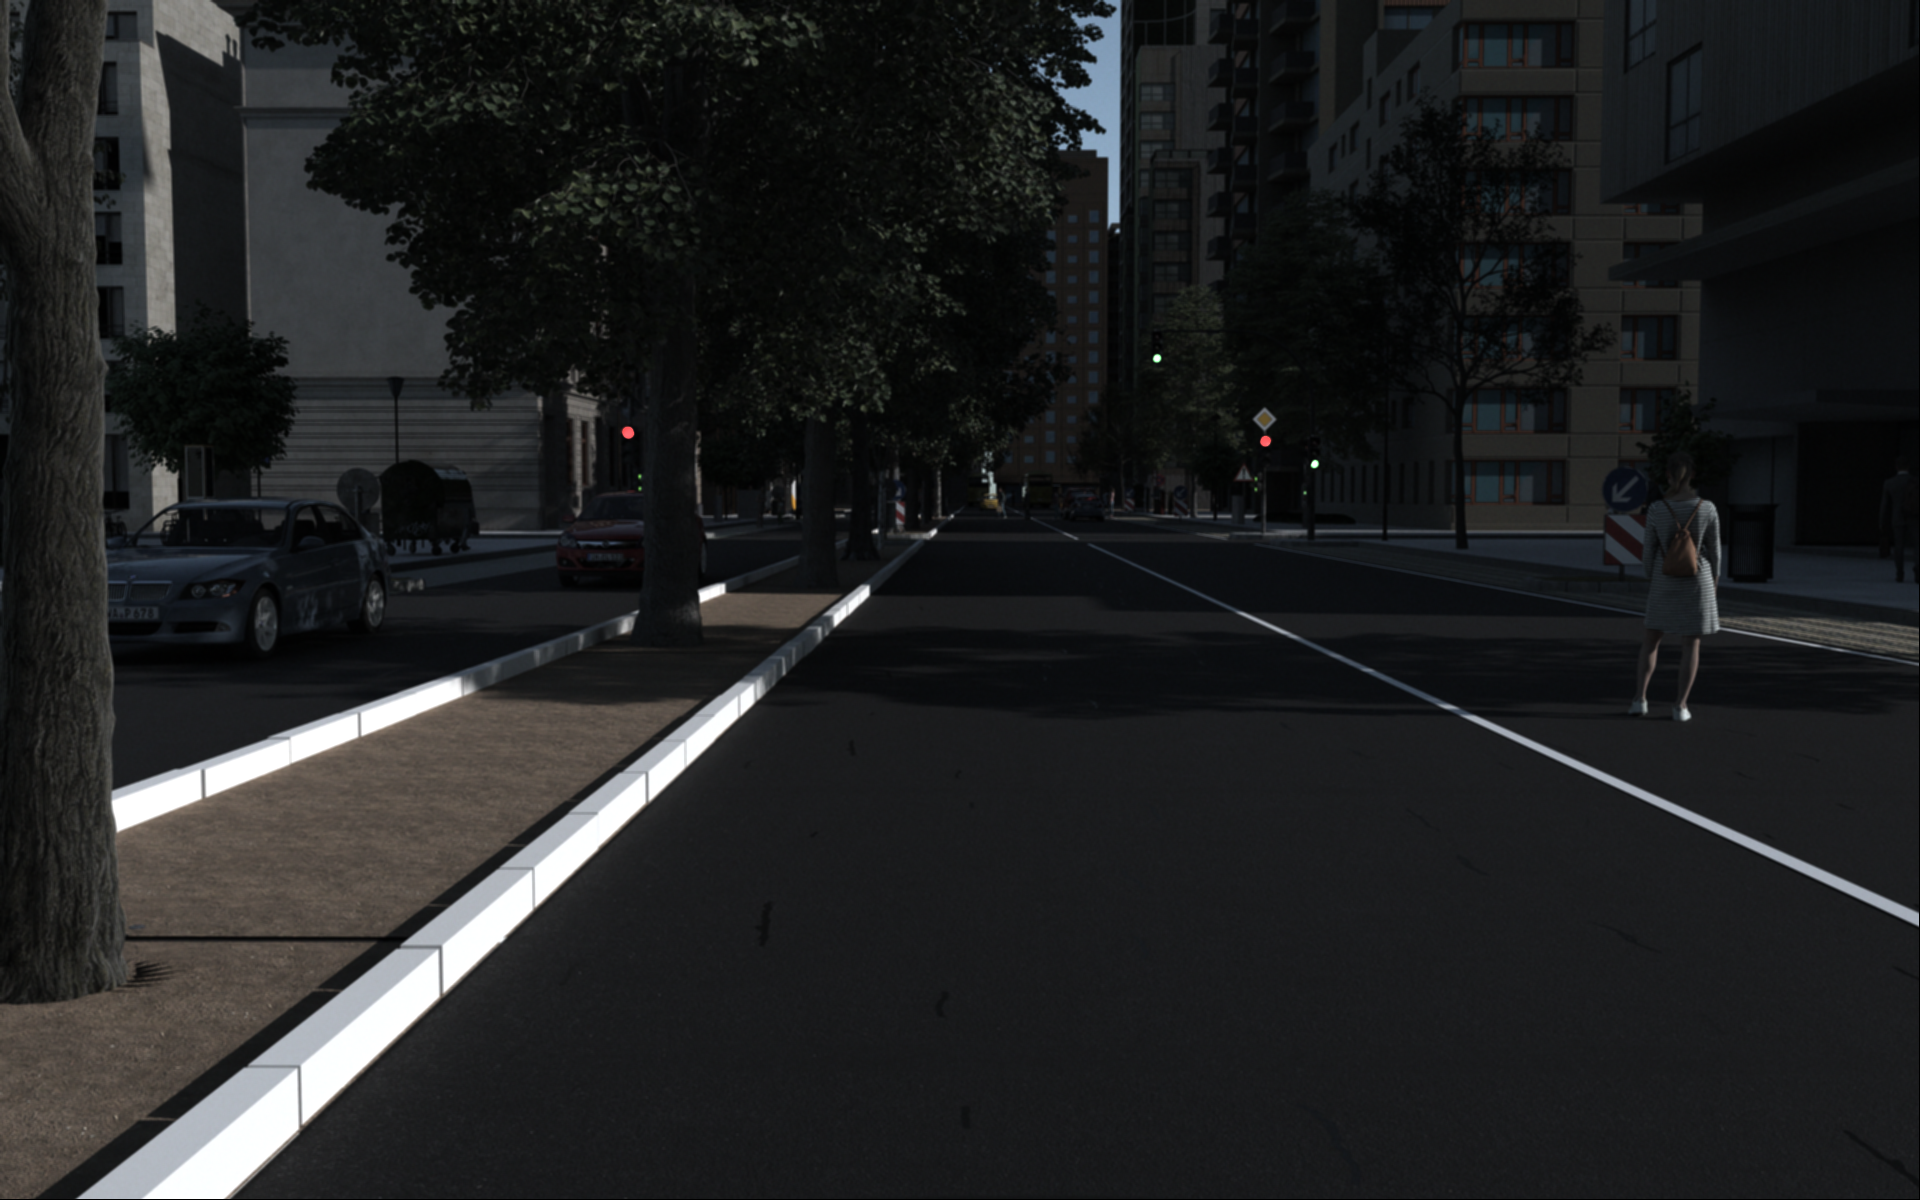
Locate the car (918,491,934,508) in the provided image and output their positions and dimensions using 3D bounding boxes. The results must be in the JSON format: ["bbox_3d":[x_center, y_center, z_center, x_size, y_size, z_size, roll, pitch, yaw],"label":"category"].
[{"bbox_3d":[-3.711,-10.666,183.064,2.281,1.827,5.304,0,4,2],"label":"car"}]

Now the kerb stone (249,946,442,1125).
[{"bbox_3d":[-1.538,1.091,4.400,0.120,0.150,1.000,0,4,1],"label":"kerb stone"}]

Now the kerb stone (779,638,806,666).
[{"bbox_3d":[-1.438,0.461,14.653,0.120,0.150,1.000,0,4,1],"label":"kerb stone"}]

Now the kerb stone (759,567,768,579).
[{"bbox_3d":[-3.386,-0.418,29.084,0.120,0.150,1.000,0,4,1],"label":"kerb stone"}]

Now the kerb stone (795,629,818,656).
[{"bbox_3d":[-1.417,0.399,15.675,0.120,0.150,1.000,0,4,1],"label":"kerb stone"}]

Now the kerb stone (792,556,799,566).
[{"bbox_3d":[-3.329,-0.735,34.213,0.120,0.150,1.000,0,4,1],"label":"kerb stone"}]

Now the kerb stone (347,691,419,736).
[{"bbox_3d":[-3.569,0.706,10.659,0.120,0.150,1.000,0,4,1],"label":"kerb stone"}]

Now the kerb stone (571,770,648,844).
[{"bbox_3d":[-1.512,0.900,7.475,0.120,0.150,1.000,0,4,1],"label":"kerb stone"}]

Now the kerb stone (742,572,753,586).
[{"bbox_3d":[-3.404,-0.296,27.040,0.120,0.150,1.000,0,4,1],"label":"kerb stone"}]

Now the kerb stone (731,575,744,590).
[{"bbox_3d":[-3.416,-0.234,26.017,0.120,0.150,1.000,0,4,1],"label":"kerb stone"}]

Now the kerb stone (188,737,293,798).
[{"bbox_3d":[-3.590,0.838,8.614,0.120,0.150,1.000,0,4,1],"label":"kerb stone"}]

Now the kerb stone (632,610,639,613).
[{"bbox_3d":[-3.487,0.204,18.856,0.120,0.150,1.000,0,4,1],"label":"kerb stone"}]

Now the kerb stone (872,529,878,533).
[{"bbox_3d":[-3.029,-2.522,63.434,0.120,0.150,1.000,0,4,1],"label":"kerb stone"}]

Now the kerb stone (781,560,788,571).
[{"bbox_3d":[-3.349,-0.610,32.161,0.120,0.150,1.000,0,4,1],"label":"kerb stone"}]

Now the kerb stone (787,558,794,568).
[{"bbox_3d":[-3.343,-0.669,33.183,0.120,0.150,1.000,0,4,1],"label":"kerb stone"}]

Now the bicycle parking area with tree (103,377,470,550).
[{"bbox_3d":[-16.354,-3.390,42.423,8.231,4.147,9.016,1,4,9],"label":"bicycle parking area with tree"}]

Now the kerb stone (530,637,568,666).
[{"bbox_3d":[-3.535,0.457,14.746,0.120,0.150,1.000,0,4,1],"label":"kerb stone"}]

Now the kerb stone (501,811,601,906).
[{"bbox_3d":[-1.517,0.963,6.448,0.120,0.150,1.000,0,4,1],"label":"kerb stone"}]

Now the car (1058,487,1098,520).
[{"bbox_3d":[6.776,-5.480,98.271,2.281,1.827,5.304,0,4,-1],"label":"car"}]

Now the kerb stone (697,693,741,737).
[{"bbox_3d":[-1.478,0.712,10.549,0.120,0.150,1.000,0,4,1],"label":"kerb stone"}]

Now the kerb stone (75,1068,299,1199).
[{"bbox_3d":[-1.546,1.151,3.378,0.120,0.150,1.000,0,4,1],"label":"kerb stone"}]

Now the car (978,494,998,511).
[{"bbox_3d":[2.535,-8.252,145.142,2.015,1.641,3.980,0,4,-1],"label":"car"}]

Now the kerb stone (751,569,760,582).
[{"bbox_3d":[-3.399,-0.359,28.062,0.120,0.150,1.000,0,4,1],"label":"kerb stone"}]

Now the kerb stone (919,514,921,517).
[{"bbox_3d":[-2.495,-5.719,115.713,0.120,0.150,1.000,0,4,1],"label":"kerb stone"}]

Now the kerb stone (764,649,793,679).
[{"bbox_3d":[-1.444,0.524,13.631,0.120,0.150,1.000,0,4,1],"label":"kerb stone"}]

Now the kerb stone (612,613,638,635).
[{"bbox_3d":[-3.498,0.268,17.827,0.120,0.150,1.000,0,4,1],"label":"kerb stone"}]

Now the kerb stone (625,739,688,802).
[{"bbox_3d":[-1.494,0.838,8.499,0.120,0.150,1.000,0,4,1],"label":"kerb stone"}]

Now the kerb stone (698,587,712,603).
[{"bbox_3d":[-3.453,-0.043,22.946,0.120,0.150,1.000,0,4,1],"label":"kerb stone"}]

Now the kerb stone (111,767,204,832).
[{"bbox_3d":[-3.604,0.894,7.581,0.120,0.150,1.000,0,4,1],"label":"kerb stone"}]

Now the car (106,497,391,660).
[{"bbox_3d":[-6.868,-0.276,16.519,2.014,1.417,4.499,0,4,0],"label":"car"}]

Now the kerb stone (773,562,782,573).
[{"bbox_3d":[-3.364,-0.547,31.139,0.120,0.150,1.000,0,4,1],"label":"kerb stone"}]

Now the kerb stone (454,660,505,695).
[{"bbox_3d":[-3.554,0.581,12.702,0.120,0.150,1.000,0,4,1],"label":"kerb stone"}]

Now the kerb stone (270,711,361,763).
[{"bbox_3d":[-3.586,0.768,9.635,0.120,0.150,1.000,0,4,1],"label":"kerb stone"}]

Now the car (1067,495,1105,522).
[{"bbox_3d":[6.711,-4.875,91.712,2.014,1.417,4.499,0,4,2],"label":"car"}]

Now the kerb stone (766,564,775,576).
[{"bbox_3d":[-3.387,-0.480,30.114,0.120,0.150,1.000,0,4,1],"label":"kerb stone"}]

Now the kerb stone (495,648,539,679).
[{"bbox_3d":[-3.547,0.519,13.724,0.120,0.150,1.000,0,4,1],"label":"kerb stone"}]

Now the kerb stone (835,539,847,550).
[{"bbox_3d":[-3.201,-1.487,46.501,0.120,0.150,1.000,0,4,1],"label":"kerb stone"}]

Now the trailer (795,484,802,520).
[{"bbox_3d":[-8.410,-5.420,95.659,1.471,1.999,3.904,0,4,2],"label":"trailer"}]

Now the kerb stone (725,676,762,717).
[{"bbox_3d":[-1.463,0.654,11.572,0.120,0.150,1.000,0,4,1],"label":"kerb stone"}]

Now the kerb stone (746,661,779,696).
[{"bbox_3d":[-1.451,0.586,12.607,0.120,0.150,1.000,0,4,1],"label":"kerb stone"}]

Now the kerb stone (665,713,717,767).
[{"bbox_3d":[-1.483,0.775,9.521,0.120,0.150,1.000,0,4,1],"label":"kerb stone"}]

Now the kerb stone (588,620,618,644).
[{"bbox_3d":[-3.510,0.330,16.803,0.120,0.150,1.000,0,4,1],"label":"kerb stone"}]

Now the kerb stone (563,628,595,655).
[{"bbox_3d":[-3.520,0.395,15.774,0.120,0.150,1.000,0,4,1],"label":"kerb stone"}]

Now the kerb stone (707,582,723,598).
[{"bbox_3d":[-3.444,-0.108,23.968,0.120,0.150,1.000,0,4,1],"label":"kerb stone"}]

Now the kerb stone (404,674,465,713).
[{"bbox_3d":[-3.566,0.643,11.680,0.120,0.150,1.000,0,4,1],"label":"kerb stone"}]

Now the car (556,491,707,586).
[{"bbox_3d":[-5.310,-1.179,28.321,2.155,1.783,4.494,0,4,1],"label":"car"}]

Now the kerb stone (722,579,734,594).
[{"bbox_3d":[-3.431,-0.169,24.995,0.120,0.150,1.000,0,4,1],"label":"kerb stone"}]

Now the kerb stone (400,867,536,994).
[{"bbox_3d":[-1.526,1.026,5.426,0.120,0.150,1.000,0,4,1],"label":"kerb stone"}]
